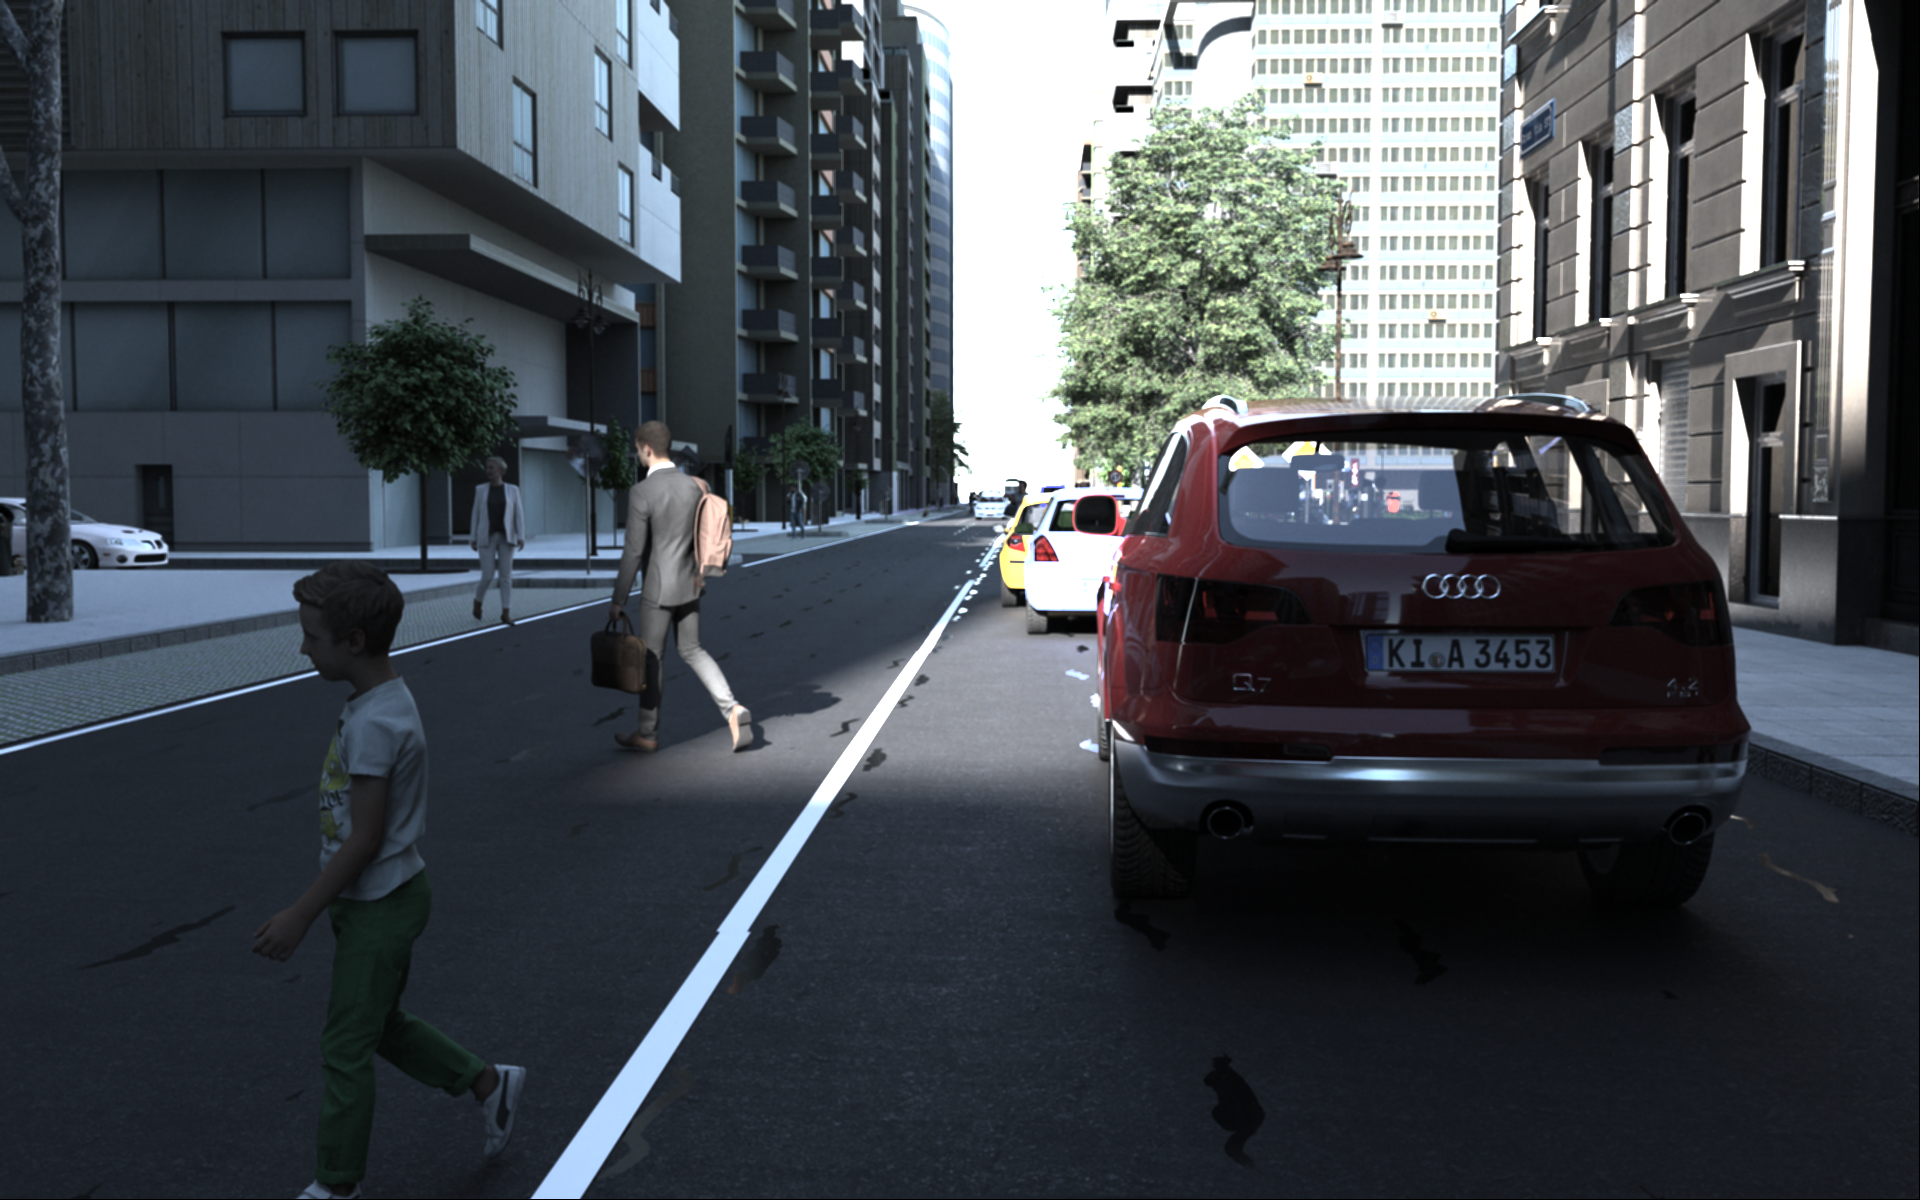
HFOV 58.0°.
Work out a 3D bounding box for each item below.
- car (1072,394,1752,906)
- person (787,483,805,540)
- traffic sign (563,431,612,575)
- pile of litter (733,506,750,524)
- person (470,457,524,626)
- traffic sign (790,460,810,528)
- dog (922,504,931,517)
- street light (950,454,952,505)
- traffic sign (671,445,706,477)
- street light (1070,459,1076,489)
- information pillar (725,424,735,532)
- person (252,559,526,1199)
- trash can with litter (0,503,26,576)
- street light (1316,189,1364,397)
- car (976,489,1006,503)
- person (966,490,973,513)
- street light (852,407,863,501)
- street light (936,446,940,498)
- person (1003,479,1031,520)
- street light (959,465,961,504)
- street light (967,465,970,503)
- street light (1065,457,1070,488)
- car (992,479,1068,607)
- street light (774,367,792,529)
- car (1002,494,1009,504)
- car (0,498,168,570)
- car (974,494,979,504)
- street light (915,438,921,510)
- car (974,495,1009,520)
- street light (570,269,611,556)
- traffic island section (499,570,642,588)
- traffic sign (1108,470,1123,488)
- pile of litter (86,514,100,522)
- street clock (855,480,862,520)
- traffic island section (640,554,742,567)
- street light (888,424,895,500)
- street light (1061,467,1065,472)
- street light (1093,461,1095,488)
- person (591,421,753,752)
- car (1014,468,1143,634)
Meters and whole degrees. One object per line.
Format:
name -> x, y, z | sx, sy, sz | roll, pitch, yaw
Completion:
car -> 1.635, 0.064, 7.620 | 2.281, 1.827, 5.304 | 0, 4, 4
person -> -5.158, -2.783, 54.351 | 0.623, 1.781, 0.721 | 1, 4, 10
traffic sign -> -5.920, -1.462, 27.544 | 0.795, 2.450, 0.064 | 0, 4, 2
pile of litter -> -9.791, -3.791, 75.956 | 1.176, 0.858, 1.719 | 0, 4, 4
person -> -5.118, -0.653, 19.062 | 0.514, 1.842, 0.818 | -3, 4, -36
traffic sign -> -6.072, -4.007, 65.626 | 0.768, 2.556, 0.104 | 0, 4, 4
dog -> -2.100, -5.483, 106.490 | 0.513, 0.831, 0.800 | -1, 4, -16
street light -> -1.044, -13.629, 195.614 | 0.468, 5.910, 1.993 | 0, 4, 2
traffic sign -> -5.594, -1.950, 35.523 | 0.795, 2.450, 0.064 | 0, 4, 2
street light -> 12.306, -13.017, 185.623 | 0.468, 5.910, 1.993 | 0, 4, 2
information pillar -> -7.779, -4.096, 58.328 | 0.183, 3.616, 0.504 | -2, 4, -28
person -> -1.138, 0.567, 3.481 | 0.590, 1.304, 0.306 | -3, 5, -41
trash can with litter -> -15.139, -0.968, 27.221 | 0.624, 1.170, 1.055 | -1, 4, -10
street light -> 5.815, -3.294, 26.645 | 0.468, 5.910, 1.993 | 0, 4, 2
car -> 2.301, -7.388, 129.459 | 2.281, 1.827, 5.304 | 0, 4, 0
person -> 0.755, -7.669, 134.337 | 0.568, 1.767, 0.683 | -2, 4, -23
street light -> -5.362, -7.199, 90.499 | 0.468, 5.910, 1.993 | 0, 4, 2
street light -> -2.167, -11.885, 167.109 | 0.468, 5.910, 1.993 | 0, 4, 2
person -> 1.364, -2.002, 41.589 | 0.716, 1.782, 0.532 | 1, 4, 18
street light -> 0.030, -15.288, 222.747 | 0.468, 5.910, 1.993 | 0, 4, 2
street light -> 1.274, -16.964, 250.155 | 0.468, 5.910, 1.993 | 0, 4, 2
street light -> 13.555, -14.759, 214.090 | 0.468, 5.910, 1.993 | 0, 4, 2
car -> 1.427, -0.802, 23.336 | 2.015, 1.641, 3.980 | 0, 4, 3
street light -> -6.409, -5.512, 62.904 | 0.468, 5.910, 1.993 | 0, 4, 2
car -> 4.887, -11.994, 208.103 | 2.014, 1.417, 4.499 | 0, 4, 0
car -> -16.682, -1.138, 30.973 | 4.827, 1.381, 2.083 | 0, 4, 4
car -> 2.865, -13.879, 237.147 | 2.015, 1.641, 3.980 | 0, 4, 4
street light -> -3.414, -10.219, 139.873 | 0.468, 5.910, 1.993 | 0, 4, 2
car -> 1.792, -5.224, 97.412 | 2.014, 1.417, 4.499 | 0, 4, 4
street light -> -7.601, -3.852, 35.776 | 0.468, 5.910, 1.993 | 0, 4, 2
traffic island section -> -5.944, -0.326, 27.607 | 2.009, 0.180, 2.903 | 0, 4, 2
traffic sign -> 8.112, -5.524, 90.422 | 0.768, 2.556, 0.104 | 1, 4, 11
pile of litter -> -18.199, -1.345, 35.958 | 1.719, 0.858, 1.176 | 0, 4, 0
street clock -> -5.097, -5.032, 86.850 | 0.358, 2.002, 0.471 | -1, 4, -17
traffic island section -> -5.618, -0.814, 35.585 | 2.009, 0.180, 2.903 | 0, 4, 2
street light -> -4.484, -8.545, 112.497 | 0.468, 5.910, 1.993 | 0, 4, 2
street light -> 14.654, -16.440, 241.586 | 0.468, 5.910, 1.993 | 0, 4, 2
street light -> 10.091, -9.647, 130.519 | 0.468, 5.910, 1.993 | 0, 4, 2
person -> -1.586, -0.065, 9.528 | 0.822, 1.834, 0.622 | 2, 4, 29
car -> 1.556, -0.572, 18.952 | 1.945, 1.707, 3.694 | 0, 4, 2
